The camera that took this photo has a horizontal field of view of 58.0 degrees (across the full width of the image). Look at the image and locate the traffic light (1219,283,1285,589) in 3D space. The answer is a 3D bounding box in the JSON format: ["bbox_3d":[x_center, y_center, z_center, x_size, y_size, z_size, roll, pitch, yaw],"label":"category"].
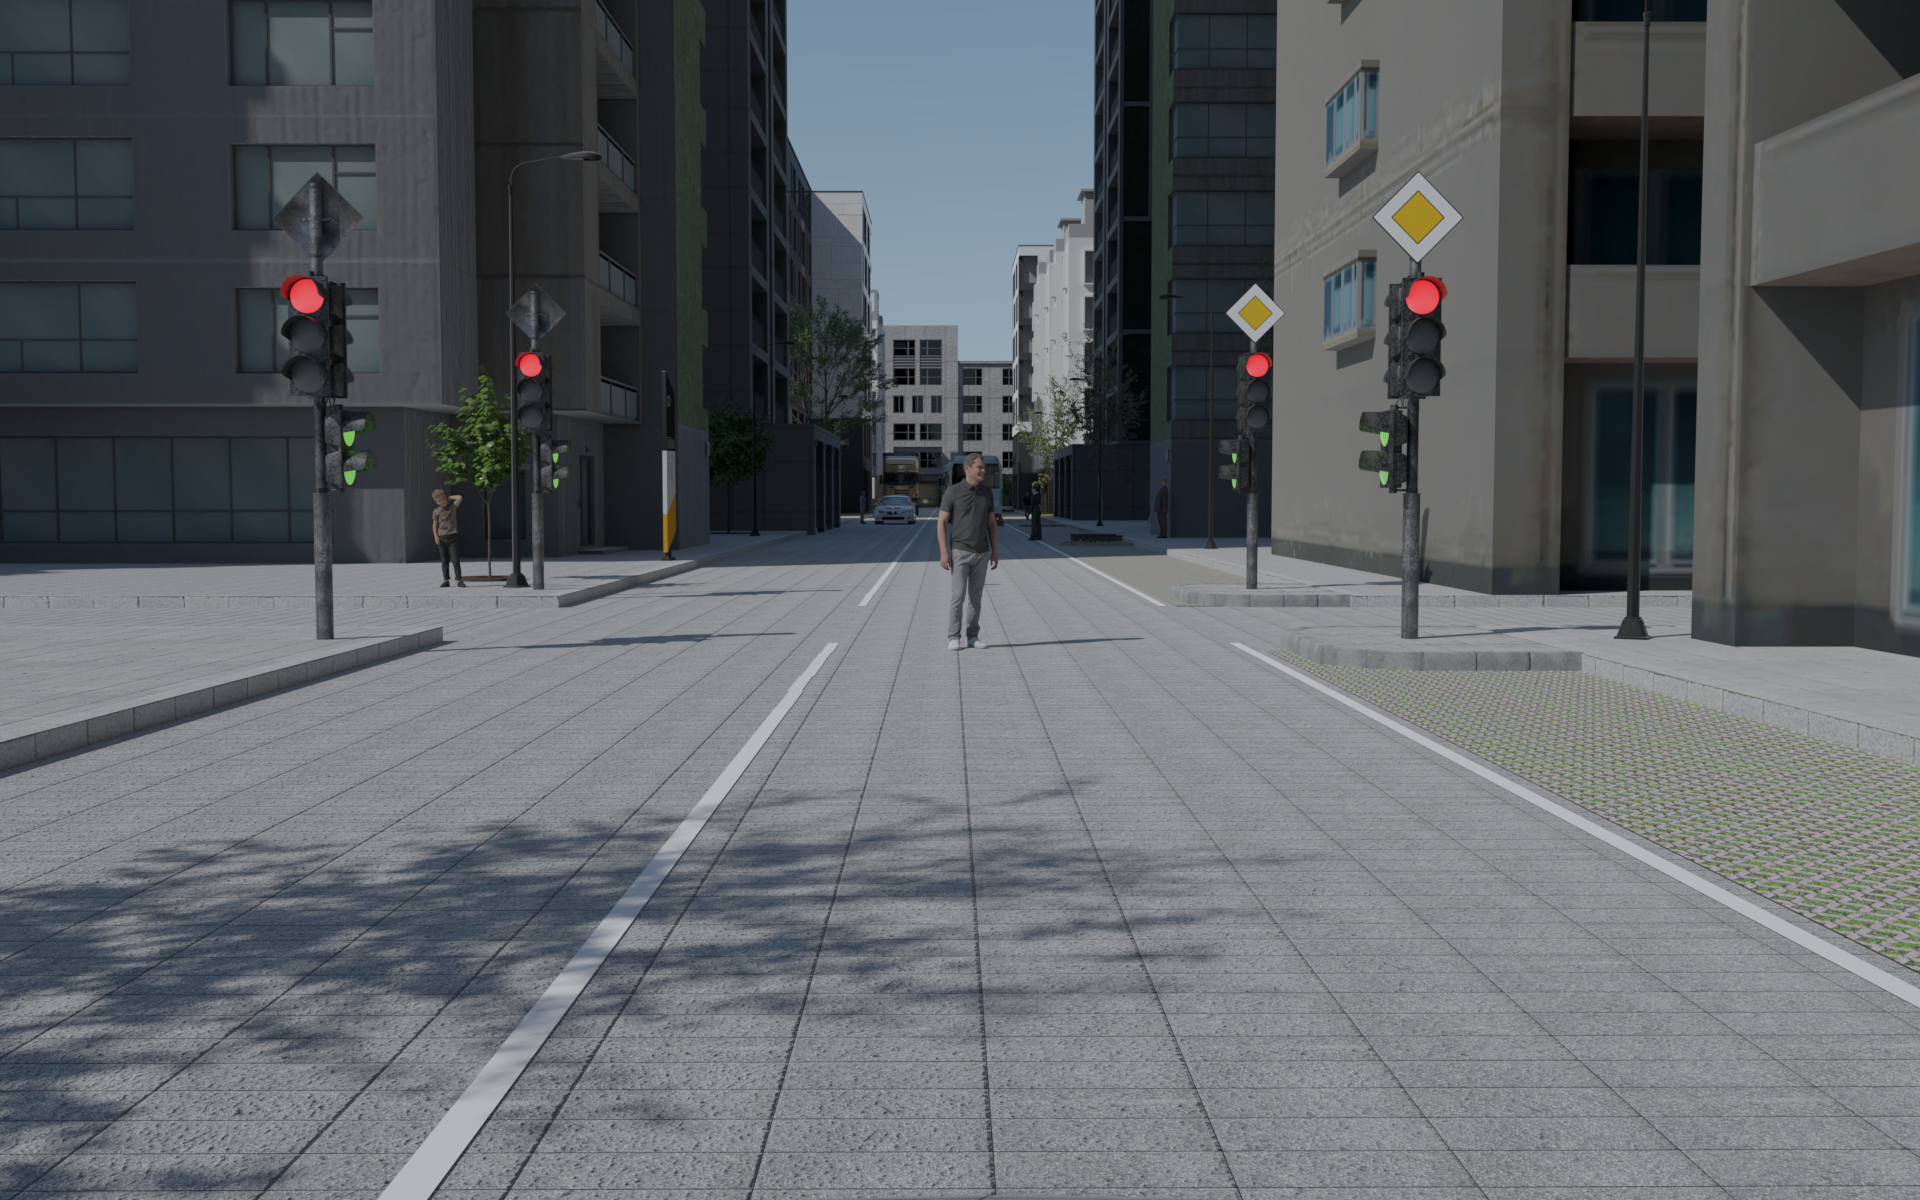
[{"bbox_3d":[3.916,-2.099,23.243,0.839,4.253,0.868,0,4,0],"label":"traffic light"}]

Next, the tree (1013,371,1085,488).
[{"bbox_3d":[5.544,-9.345,103.160,4.737,8.622,4.395,0,3,0],"label":"tree"}]

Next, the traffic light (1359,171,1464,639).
[{"bbox_3d":[3.972,-1.611,15.258,0.839,4.253,0.868,0,4,0],"label":"traffic light"}]

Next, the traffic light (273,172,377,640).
[{"bbox_3d":[-5.589,-1.606,15.176,0.839,4.253,0.868,0,4,0],"label":"traffic light"}]

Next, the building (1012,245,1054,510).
[{"bbox_3d":[18.627,-19.238,158.524,27.936,21.610,32.646,0,4,0],"label":"building"}]

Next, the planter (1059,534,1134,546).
[{"bbox_3d":[3.778,-1.674,48.511,1.991,0.319,1.994,0,4,0],"label":"planter"}]

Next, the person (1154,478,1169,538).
[{"bbox_3d":[5.842,-2.669,50.238,0.434,1.755,0.990,0,4,0],"label":"person"}]

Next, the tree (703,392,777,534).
[{"bbox_3d":[-7.579,-4.421,55.992,4.285,4.588,4.351,0,3,0],"label":"tree"}]

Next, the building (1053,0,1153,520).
[{"bbox_3d":[15.632,-39.669,86.838,20.563,71.187,20.611,0,4,0],"label":"building"}]

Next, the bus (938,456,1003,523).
[{"bbox_3d":[0.495,-5.785,89.440,2.948,3.499,13.247,0,4,-2],"label":"bus"}]

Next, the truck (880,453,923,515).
[{"bbox_3d":[-4.046,-7.971,119.237,2.839,4.237,11.283,0,4,-2],"label":"truck"}]

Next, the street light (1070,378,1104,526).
[{"bbox_3d":[5.065,-5.909,69.154,1.470,5.913,1.316,0,4,0],"label":"street light"}]

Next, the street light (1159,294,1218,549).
[{"bbox_3d":[5.318,-4.146,40.329,1.470,5.913,1.316,0,4,0],"label":"street light"}]

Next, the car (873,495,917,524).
[{"bbox_3d":[-3.103,-4.349,83.467,2.083,1.381,4.827,0,4,1],"label":"car"}]

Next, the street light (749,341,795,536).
[{"bbox_3d":[-5.704,-4.895,52.575,1.470,5.913,1.316,0,4,0],"label":"street light"}]

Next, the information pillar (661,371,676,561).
[{"bbox_3d":[-5.607,-2.568,33.346,0.183,3.616,0.504,1,4,11],"label":"information pillar"}]

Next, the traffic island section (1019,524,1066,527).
[{"bbox_3d":[3.583,-3.253,76.058,1.991,0.108,1.994,0,4,0],"label":"traffic island section"}]

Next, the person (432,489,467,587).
[{"bbox_3d":[-7.025,-0.849,23.826,0.435,1.345,0.340,-1,4,-16],"label":"person"}]

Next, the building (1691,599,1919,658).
[{"bbox_3d":[17.216,-23.229,3.500,21.300,48.544,21.600,0,4,0],"label":"building"}]

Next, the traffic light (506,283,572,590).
[{"bbox_3d":[-5.645,-2.094,23.161,0.839,4.253,0.868,0,4,0],"label":"traffic light"}]

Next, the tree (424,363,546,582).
[{"bbox_3d":[-7.136,-1.902,25.702,1.663,3.219,1.824,0,3,0],"label":"tree"}]

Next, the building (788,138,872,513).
[{"bbox_3d":[-20.472,-16.557,114.679,27.936,21.610,32.646,0,4,0],"label":"building"}]

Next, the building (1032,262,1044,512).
[{"bbox_3d":[13.407,-16.399,124.546,16.016,20.091,11.380,0,4,0],"label":"building"}]

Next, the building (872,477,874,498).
[{"bbox_3d":[-22.716,-14.950,186.586,28.070,9.664,9.099,0,4,0],"label":"building"}]

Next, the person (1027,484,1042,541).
[{"bbox_3d":[2.322,-2.698,53.407,0.445,1.727,0.742,1,4,9],"label":"person"}]

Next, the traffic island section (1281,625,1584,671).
[{"bbox_3d":[4.012,0.423,15.373,2.009,0.180,2.903,0,4,0],"label":"traffic island section"}]

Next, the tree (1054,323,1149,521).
[{"bbox_3d":[6.016,-7.554,73.876,4.360,8.622,3.978,0,3,0],"label":"tree"}]

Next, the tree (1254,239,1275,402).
[{"bbox_3d":[9.625,-5.920,47.151,4.360,8.622,3.978,0,3,0],"label":"tree"}]

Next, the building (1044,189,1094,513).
[{"bbox_3d":[14.019,-15.705,113.191,16.016,20.091,11.380,0,4,0],"label":"building"}]

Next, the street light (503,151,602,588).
[{"bbox_3d":[-5.552,-3.125,23.637,1.470,5.913,1.316,0,4,0],"label":"street light"}]

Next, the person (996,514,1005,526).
[{"bbox_3d":[1.775,-3.542,76.881,0.381,0.543,0.357,2,4,33],"label":"person"}]

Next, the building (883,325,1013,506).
[{"bbox_3d":[7.036,-19.795,190.104,31.486,18.905,16.747,0,4,0],"label":"building"}]

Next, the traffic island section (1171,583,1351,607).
[{"bbox_3d":[3.956,-0.066,23.358,2.009,0.180,2.903,0,4,0],"label":"traffic island section"}]

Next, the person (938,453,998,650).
[{"bbox_3d":[0.089,-0.454,16.048,0.598,1.807,0.434,-1,4,-17],"label":"person"}]

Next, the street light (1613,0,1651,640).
[{"bbox_3d":[5.431,-2.609,15.206,1.470,5.913,1.316,0,4,0],"label":"street light"}]

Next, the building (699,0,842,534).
[{"bbox_3d":[-15.345,-38.542,68.412,20.563,71.187,20.611,0,4,0],"label":"building"}]

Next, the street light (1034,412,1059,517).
[{"bbox_3d":[4.867,-7.665,97.866,1.470,5.913,1.316,0,4,0],"label":"street light"}]

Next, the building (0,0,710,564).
[{"bbox_3d":[-13.438,-21.592,36.631,14.154,41.232,14.086,0,4,0],"label":"building"}]

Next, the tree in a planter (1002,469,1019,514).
[{"bbox_3d":[3.240,-7.871,125.918,1.991,3.239,1.994,0,4,0],"label":"tree in a planter"}]

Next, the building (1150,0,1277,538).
[{"bbox_3d":[13.125,-22.797,56.327,14.154,41.232,14.086,0,4,0],"label":"building"}]

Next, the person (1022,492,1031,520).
[{"bbox_3d":[3.761,-5.164,95.143,0.569,1.553,0.471,2,4,26],"label":"person"}]

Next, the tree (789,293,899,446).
[{"bbox_3d":[-7.248,-10.126,91.313,9.928,11.665,9.643,0,3,0],"label":"tree"}]

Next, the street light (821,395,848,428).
[{"bbox_3d":[-5.931,-6.657,81.381,1.470,5.913,1.316,0,4,0],"label":"street light"}]

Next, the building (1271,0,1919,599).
[{"bbox_3d":[17.168,-24.922,31.183,21.600,48.544,21.300,0,4,0],"label":"building"}]

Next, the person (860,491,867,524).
[{"bbox_3d":[-4.625,-4.432,83.026,0.319,1.574,0.516,-1,4,-10],"label":"person"}]

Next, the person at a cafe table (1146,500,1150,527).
[{"bbox_3d":[7.828,-3.506,65.831,1.698,1.524,1.622,-3,5,-44],"label":"person at a cafe table"}]

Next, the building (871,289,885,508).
[{"bbox_3d":[-13.019,-18.969,166.560,11.380,20.091,16.016,0,4,0],"label":"building"}]
